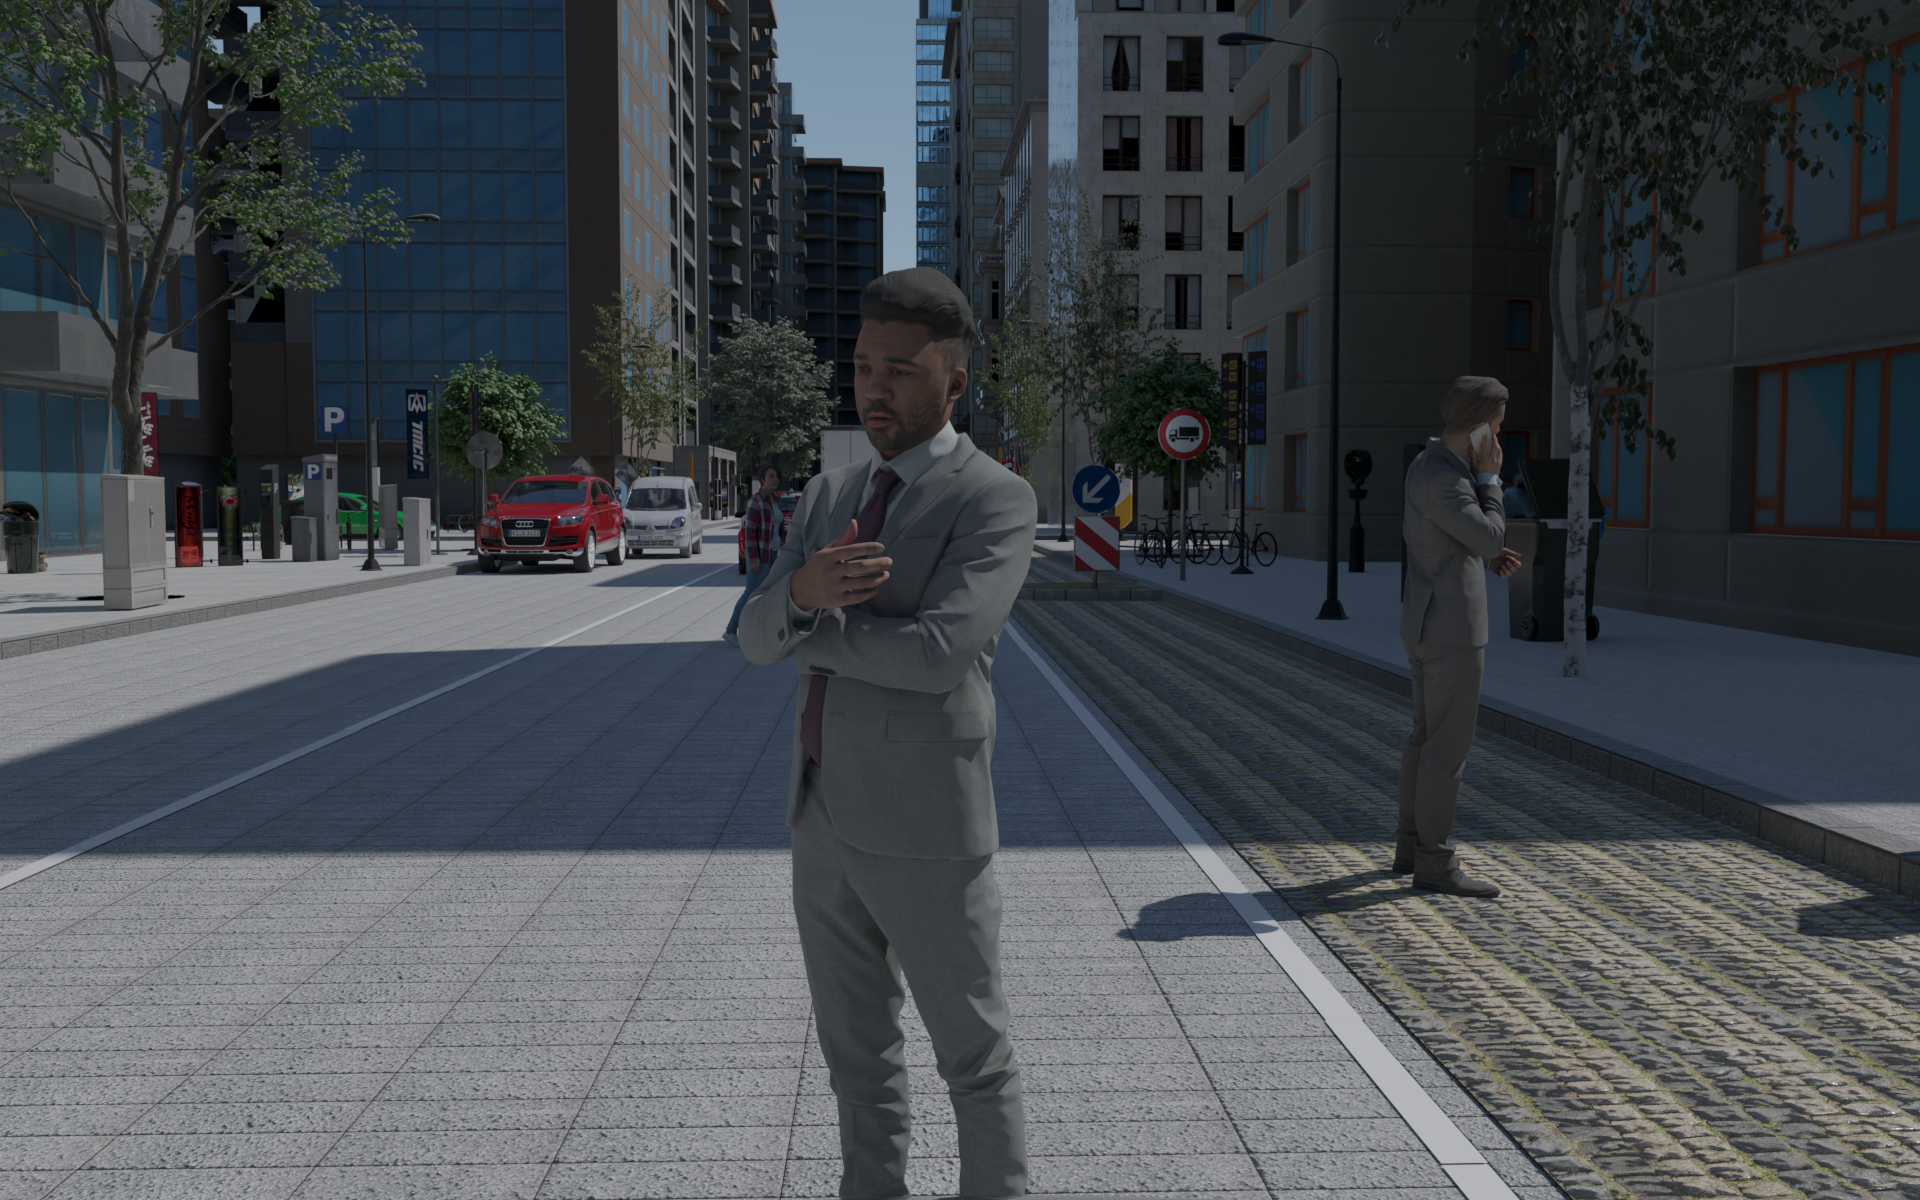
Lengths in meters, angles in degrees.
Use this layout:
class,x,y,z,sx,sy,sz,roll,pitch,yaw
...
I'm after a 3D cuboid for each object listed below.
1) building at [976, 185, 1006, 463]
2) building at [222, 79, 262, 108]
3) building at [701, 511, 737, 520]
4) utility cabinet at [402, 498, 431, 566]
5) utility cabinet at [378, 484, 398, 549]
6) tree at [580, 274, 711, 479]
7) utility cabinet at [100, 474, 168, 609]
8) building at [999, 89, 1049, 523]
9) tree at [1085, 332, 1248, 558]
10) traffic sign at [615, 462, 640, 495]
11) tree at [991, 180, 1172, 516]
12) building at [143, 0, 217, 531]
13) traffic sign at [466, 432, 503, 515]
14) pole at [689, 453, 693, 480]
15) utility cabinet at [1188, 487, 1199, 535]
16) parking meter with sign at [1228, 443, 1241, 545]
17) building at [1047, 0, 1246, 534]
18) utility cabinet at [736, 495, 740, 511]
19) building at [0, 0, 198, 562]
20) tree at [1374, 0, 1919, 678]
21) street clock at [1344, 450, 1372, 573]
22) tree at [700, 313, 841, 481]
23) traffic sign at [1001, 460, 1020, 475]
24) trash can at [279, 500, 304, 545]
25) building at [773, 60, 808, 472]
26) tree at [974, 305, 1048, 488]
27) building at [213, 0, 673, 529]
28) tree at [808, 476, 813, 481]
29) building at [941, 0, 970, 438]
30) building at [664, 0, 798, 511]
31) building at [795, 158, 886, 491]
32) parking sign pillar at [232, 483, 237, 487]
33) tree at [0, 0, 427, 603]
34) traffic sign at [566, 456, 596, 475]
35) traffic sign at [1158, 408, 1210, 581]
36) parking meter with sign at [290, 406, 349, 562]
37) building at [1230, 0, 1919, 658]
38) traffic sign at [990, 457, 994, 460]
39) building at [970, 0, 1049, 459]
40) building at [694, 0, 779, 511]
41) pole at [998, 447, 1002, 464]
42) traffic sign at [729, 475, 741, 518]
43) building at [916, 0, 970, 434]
class,x,y,z,sx,sy,sz,roll,pitch,yaw
building,8.347,-17.942,112.438,14.460,24.649,34.723,0,4,-2
building,-76.848,-38.869,224.744,27.495,52.752,28.713,0,4,-2
building,-23.184,-40.164,94.936,20.563,71.187,20.611,0,4,-2
utility cabinet,-9.779,-1.227,31.228,0.306,1.237,1.020,0,4,-6
utility cabinet,-13.300,-1.930,40.228,0.318,1.500,1.173,-2,4,-24
tree,-10.771,-6.647,59.034,4.737,8.622,4.395,0,3,0
utility cabinet,-9.293,-0.664,19.534,0.318,1.500,1.173,0,4,-7
building,7.358,-14.436,85.175,9.793,20.994,18.267,0,4,-2
tree,4.356,-3.154,35.288,4.285,4.588,4.351,0,3,0
traffic sign,-10.366,-3.082,54.030,0.795,2.450,0.064,0,4,-2
tree,3.063,-5.500,40.284,4.360,8.622,3.978,0,3,0
building,-34.487,-25.065,59.929,14.200,45.320,14.600,0,4,-2
traffic sign,-9.791,-2.174,35.648,0.768,2.556,0.104,0,4,2
pole,-13.265,-5.605,85.482,0.158,3.312,0.155,0,3,0
utility cabinet,7.326,-2.805,54.545,0.318,1.500,1.173,0,4,6
parking meter with sign,7.023,-2.887,43.463,0.543,3.016,1.738,1,4,18
building,11.921,-12.573,60.314,16.860,20.320,10.420,0,4,-2
utility cabinet,-16.514,-7.151,128.079,0.306,1.237,1.020,-1,4,-20
building,-32.135,-25.162,31.012,30.456,49.044,23.786,0,4,-2
tree,4.546,-3.760,11.845,4.360,8.622,3.978,0,3,0
street clock,6.495,-1.452,28.305,0.358,2.002,0.471,-1,4,-23
tree,-13.592,-13.216,122.738,9.857,13.997,8.962,0,3,0
traffic sign,1.843,-3.953,64.745,0.768,2.556,0.104,0,4,-1
trash can,-16.813,-1.962,43.735,0.748,1.137,0.748,0,3,0
building,-32.407,-34.958,191.176,30.456,49.044,23.786,0,4,-2
tree,2.685,-7.205,68.162,4.737,8.622,4.395,0,3,0
building,-19.433,-25.598,68.640,14.600,45.320,14.200,0,4,-2
tree,-15.879,-11.707,186.015,1.663,3.219,1.824,0,3,0
building,12.642,-36.774,190.491,28.713,52.752,27.495,0,4,-2
building,-26.263,-44.556,166.745,20.563,71.187,20.611,0,4,-2
building,-23.964,-34.793,223.487,28.867,44.769,22.147,0,4,-2
parking sign pillar,-49.858,-8.006,119.378,1.447,3.967,1.447,0,4,8
tree,-9.943,-5.805,20.661,9.928,11.665,9.643,0,3,0
traffic sign,-10.066,-2.594,46.051,0.795,2.450,0.064,0,4,-2
traffic sign,3.310,-1.562,25.642,0.768,2.556,0.104,0,4,2
parking meter with sign,-12.349,-2.270,33.371,0.543,3.016,1.738,0,4,2
building,20.834,-11.132,27.045,27.650,21.520,28.899,0,4,-2
traffic sign,0.821,-2.617,46.437,0.795,2.450,0.064,0,4,-2
building,7.764,-27.971,140.914,14.154,41.232,14.086,0,4,-2
building,-26.392,-29.836,142.448,22.147,44.769,28.867,0,4,-2
pole,1.767,-5.013,75.811,0.158,3.312,0.155,0,3,0
traffic sign,-11.892,-5.466,91.501,0.606,2.300,0.079,0,4,6
building,5.928,-55.731,223.871,31.000,86.520,22.319,0,4,-2
